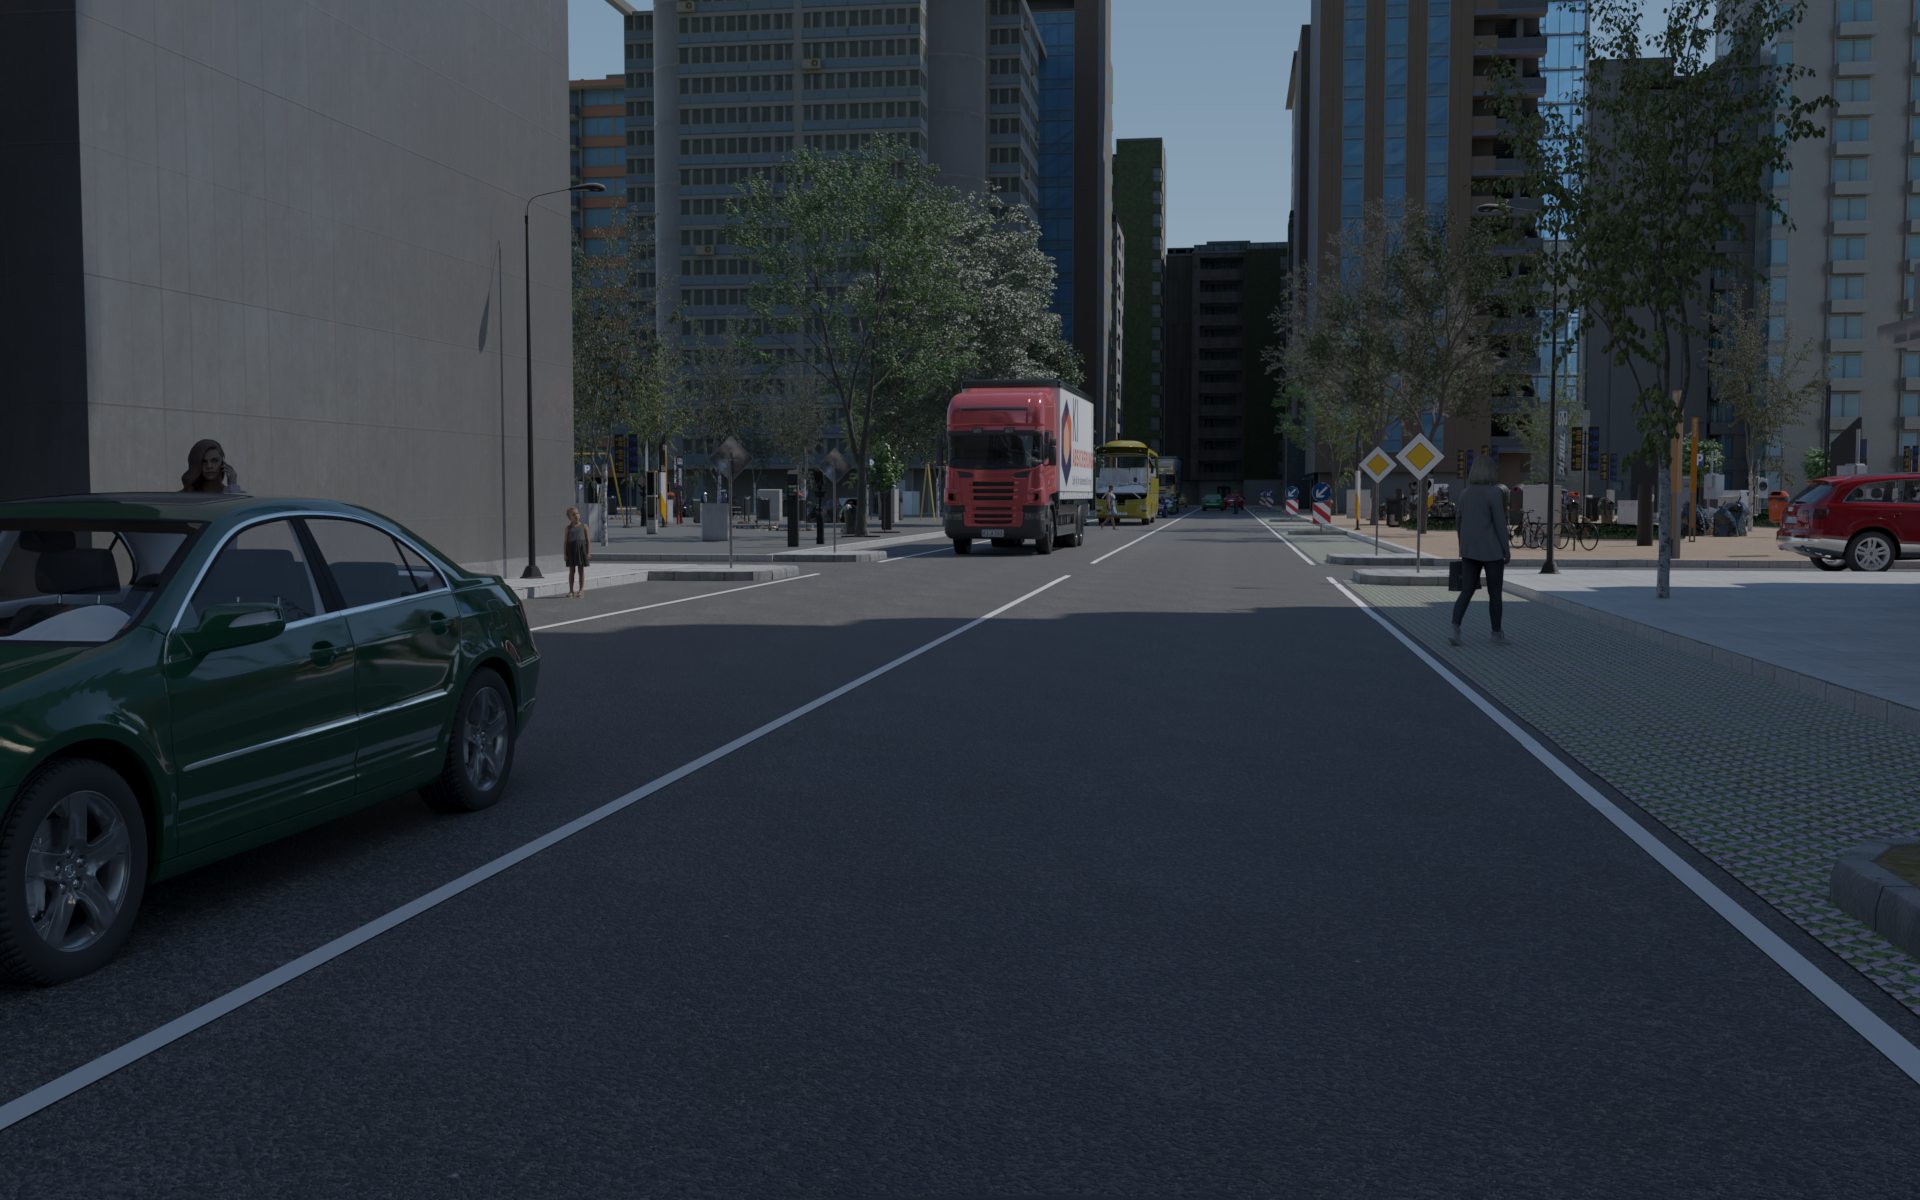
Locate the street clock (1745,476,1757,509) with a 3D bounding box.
[{"bbox_3d":[32.330,-4.052,70.817,0.471,2.002,0.358,-2,4,-33],"label":"street clock"}]

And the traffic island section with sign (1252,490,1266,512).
[{"bbox_3d":[24.299,-7.834,136.721,1.989,1.847,2.006,1,4,9],"label":"traffic island section with sign"}]

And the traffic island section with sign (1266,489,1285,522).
[{"bbox_3d":[16.857,-4.897,88.686,1.989,1.847,2.006,1,4,9],"label":"traffic island section with sign"}]

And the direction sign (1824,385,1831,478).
[{"bbox_3d":[18.212,-2.717,36.426,0.379,3.537,0.876,1,4,22],"label":"direction sign"}]

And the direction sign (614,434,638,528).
[{"bbox_3d":[-12.612,-4.495,65.495,0.876,3.537,0.379,0,4,1],"label":"direction sign"}]

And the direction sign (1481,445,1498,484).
[{"bbox_3d":[24.499,-5.392,80.158,0.379,3.537,0.876,-3,5,-39],"label":"direction sign"}]

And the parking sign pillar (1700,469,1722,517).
[{"bbox_3d":[41.340,-6.541,95.415,1.447,3.967,1.447,-2,4,-26],"label":"parking sign pillar"}]

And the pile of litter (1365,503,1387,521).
[{"bbox_3d":[20.213,-4.278,83.914,1.176,0.858,1.719,1,4,18],"label":"pile of litter"}]

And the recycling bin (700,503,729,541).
[{"bbox_3d":[-6.721,-2.131,47.402,0.722,1.027,0.722,-1,4,-13],"label":"recycling bin"}]

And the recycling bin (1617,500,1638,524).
[{"bbox_3d":[26.924,-3.506,69.872,0.722,1.027,0.722,1,4,19],"label":"recycling bin"}]

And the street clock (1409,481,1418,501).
[{"bbox_3d":[25.756,-5.742,98.449,0.471,2.002,0.358,-1,4,-17],"label":"street clock"}]

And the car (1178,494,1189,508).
[{"bbox_3d":[23.477,-10.720,185.496,2.015,1.641,3.980,1,4,9],"label":"car"}]

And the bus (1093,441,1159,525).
[{"bbox_3d":[8.087,-5.616,83.361,2.896,3.916,12.252,1,4,8],"label":"bus"}]

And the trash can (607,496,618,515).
[{"bbox_3d":[-21.517,-5.835,107.049,0.748,1.137,0.748,0,3,0],"label":"trash can"}]

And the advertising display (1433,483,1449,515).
[{"bbox_3d":[28.408,-5.942,102.365,0.974,1.923,0.123,0,4,-7],"label":"advertising display"}]

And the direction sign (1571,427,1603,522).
[{"bbox_3d":[21.009,-4.053,58.266,0.876,3.537,0.379,2,4,26],"label":"direction sign"}]

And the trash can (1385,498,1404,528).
[{"bbox_3d":[16.712,-3.362,66.614,0.748,1.137,0.748,0,3,0],"label":"trash can"}]

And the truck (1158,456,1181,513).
[{"bbox_3d":[15.257,-8.671,130.681,2.839,4.237,11.283,1,4,9],"label":"truck"}]

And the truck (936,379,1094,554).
[{"bbox_3d":[1.643,-3.408,44.627,2.839,4.237,11.283,1,4,10],"label":"truck"}]

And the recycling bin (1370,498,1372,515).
[{"bbox_3d":[24.741,-5.666,105.186,0.722,1.027,0.722,-1,4,-10],"label":"recycling bin"}]

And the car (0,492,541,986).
[{"bbox_3d":[-3.251,0.314,6.670,2.131,1.459,4.920,1,4,9],"label":"car"}]

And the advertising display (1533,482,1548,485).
[{"bbox_3d":[30.874,-5.293,91.752,0.974,1.923,0.123,0,4,7],"label":"advertising display"}]

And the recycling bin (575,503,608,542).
[{"bbox_3d":[-9.954,-2.079,46.552,0.722,1.027,0.722,3,4,39],"label":"recycling bin"}]

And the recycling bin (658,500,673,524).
[{"bbox_3d":[-13.061,-3.871,75.843,0.722,1.027,0.722,2,4,24],"label":"recycling bin"}]

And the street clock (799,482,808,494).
[{"bbox_3d":[-8.899,-5.737,98.362,0.471,2.002,0.358,2,4,27],"label":"street clock"}]

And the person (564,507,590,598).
[{"bbox_3d":[-5.309,-0.663,24.010,0.362,1.253,0.373,0,4,-5],"label":"person"}]

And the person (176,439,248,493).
[{"bbox_3d":[-4.448,-0.066,10.162,0.593,1.750,0.643,-1,4,-14],"label":"person"}]

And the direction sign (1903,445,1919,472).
[{"bbox_3d":[44.436,-5.444,81.011,0.379,3.537,0.876,-1,4,-14],"label":"direction sign"}]

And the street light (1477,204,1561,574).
[{"bbox_3d":[8.971,-3.381,27.827,1.470,5.913,1.316,1,4,9],"label":"street light"}]

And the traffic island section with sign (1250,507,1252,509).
[{"bbox_3d":[28.485,-9.486,163.727,1.989,1.847,2.006,1,4,9],"label":"traffic island section with sign"}]

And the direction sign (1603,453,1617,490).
[{"bbox_3d":[36.038,-6.379,96.297,0.876,3.537,0.379,0,4,4],"label":"direction sign"}]

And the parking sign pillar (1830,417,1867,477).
[{"bbox_3d":[31.412,-4.452,61.269,1.447,3.967,1.447,-1,4,-15],"label":"parking sign pillar"}]

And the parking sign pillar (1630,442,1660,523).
[{"bbox_3d":[30.514,-5.412,76.952,1.447,3.967,1.447,-3,4,-38],"label":"parking sign pillar"}]

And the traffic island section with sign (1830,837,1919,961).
[{"bbox_3d":[3.967,0.195,5.446,1.989,1.847,2.006,1,4,9],"label":"traffic island section with sign"}]

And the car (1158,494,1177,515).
[{"bbox_3d":[13.987,-6.611,119.888,2.131,1.459,4.920,1,4,10],"label":"car"}]

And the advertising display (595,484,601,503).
[{"bbox_3d":[-22.314,-6.227,107.024,0.123,1.923,0.974,0,4,8],"label":"advertising display"}]

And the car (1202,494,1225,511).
[{"bbox_3d":[21.731,-8.551,148.600,1.959,1.807,4.718,1,4,10],"label":"car"}]

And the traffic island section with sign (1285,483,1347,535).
[{"bbox_3d":[12.523,-3.185,60.711,1.989,1.847,2.006,1,4,9],"label":"traffic island section with sign"}]

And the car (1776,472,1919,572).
[{"bbox_3d":[17.579,-1.371,31.086,5.304,1.827,2.281,0,4,7],"label":"car"}]

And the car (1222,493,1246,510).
[{"bbox_3d":[24.890,-9.083,157.547,2.155,1.783,4.494,1,4,9],"label":"car"}]

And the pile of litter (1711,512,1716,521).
[{"bbox_3d":[37.089,-4.277,83.901,1.176,0.858,1.719,-3,5,-42],"label":"pile of litter"}]

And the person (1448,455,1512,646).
[{"bbox_3d":[4.850,-0.468,16.334,0.728,1.800,0.709,-2,4,-31],"label":"person"}]

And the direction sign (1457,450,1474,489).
[{"bbox_3d":[25.822,-5.905,88.544,0.876,3.537,0.379,3,5,44],"label":"direction sign"}]

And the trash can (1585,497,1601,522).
[{"bbox_3d":[29.345,-4.202,80.363,0.748,1.137,0.748,0,3,0],"label":"trash can"}]

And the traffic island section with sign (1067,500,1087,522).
[{"bbox_3d":[5.510,-4.920,89.072,1.989,1.847,2.006,1,4,9],"label":"traffic island section with sign"}]

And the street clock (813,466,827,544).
[{"bbox_3d":[-3.567,-2.425,44.212,0.358,2.002,0.471,0,4,5],"label":"street clock"}]

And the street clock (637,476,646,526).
[{"bbox_3d":[-12.576,-3.930,68.827,0.471,2.002,0.358,2,4,28],"label":"street clock"}]

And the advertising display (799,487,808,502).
[{"bbox_3d":[-10.448,-6.655,114.030,0.974,1.923,0.123,-2,4,-28],"label":"advertising display"}]

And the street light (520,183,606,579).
[{"bbox_3d":[-5.983,-3.276,26.110,1.470,5.913,1.316,1,4,9],"label":"street light"}]

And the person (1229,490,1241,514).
[{"bbox_3d":[19.674,-7.016,123.927,0.721,1.743,1.217,-2,4,-32],"label":"person"}]

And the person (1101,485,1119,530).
[{"bbox_3d":[5.986,-3.713,69.309,0.778,1.811,0.616,1,4,23],"label":"person"}]

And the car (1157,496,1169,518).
[{"bbox_3d":[11.654,-5.637,104.744,1.945,1.354,3.894,0,4,8],"label":"car"}]

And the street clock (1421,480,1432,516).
[{"bbox_3d":[22.918,-4.928,85.147,0.471,2.002,0.358,0,4,2],"label":"street clock"}]

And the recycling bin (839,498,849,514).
[{"bbox_3d":[-7.377,-6.071,111.819,0.722,1.027,0.722,1,4,10],"label":"recycling bin"}]

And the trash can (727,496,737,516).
[{"bbox_3d":[-13.607,-5.562,102.599,0.748,1.137,0.748,0,3,0],"label":"trash can"}]
